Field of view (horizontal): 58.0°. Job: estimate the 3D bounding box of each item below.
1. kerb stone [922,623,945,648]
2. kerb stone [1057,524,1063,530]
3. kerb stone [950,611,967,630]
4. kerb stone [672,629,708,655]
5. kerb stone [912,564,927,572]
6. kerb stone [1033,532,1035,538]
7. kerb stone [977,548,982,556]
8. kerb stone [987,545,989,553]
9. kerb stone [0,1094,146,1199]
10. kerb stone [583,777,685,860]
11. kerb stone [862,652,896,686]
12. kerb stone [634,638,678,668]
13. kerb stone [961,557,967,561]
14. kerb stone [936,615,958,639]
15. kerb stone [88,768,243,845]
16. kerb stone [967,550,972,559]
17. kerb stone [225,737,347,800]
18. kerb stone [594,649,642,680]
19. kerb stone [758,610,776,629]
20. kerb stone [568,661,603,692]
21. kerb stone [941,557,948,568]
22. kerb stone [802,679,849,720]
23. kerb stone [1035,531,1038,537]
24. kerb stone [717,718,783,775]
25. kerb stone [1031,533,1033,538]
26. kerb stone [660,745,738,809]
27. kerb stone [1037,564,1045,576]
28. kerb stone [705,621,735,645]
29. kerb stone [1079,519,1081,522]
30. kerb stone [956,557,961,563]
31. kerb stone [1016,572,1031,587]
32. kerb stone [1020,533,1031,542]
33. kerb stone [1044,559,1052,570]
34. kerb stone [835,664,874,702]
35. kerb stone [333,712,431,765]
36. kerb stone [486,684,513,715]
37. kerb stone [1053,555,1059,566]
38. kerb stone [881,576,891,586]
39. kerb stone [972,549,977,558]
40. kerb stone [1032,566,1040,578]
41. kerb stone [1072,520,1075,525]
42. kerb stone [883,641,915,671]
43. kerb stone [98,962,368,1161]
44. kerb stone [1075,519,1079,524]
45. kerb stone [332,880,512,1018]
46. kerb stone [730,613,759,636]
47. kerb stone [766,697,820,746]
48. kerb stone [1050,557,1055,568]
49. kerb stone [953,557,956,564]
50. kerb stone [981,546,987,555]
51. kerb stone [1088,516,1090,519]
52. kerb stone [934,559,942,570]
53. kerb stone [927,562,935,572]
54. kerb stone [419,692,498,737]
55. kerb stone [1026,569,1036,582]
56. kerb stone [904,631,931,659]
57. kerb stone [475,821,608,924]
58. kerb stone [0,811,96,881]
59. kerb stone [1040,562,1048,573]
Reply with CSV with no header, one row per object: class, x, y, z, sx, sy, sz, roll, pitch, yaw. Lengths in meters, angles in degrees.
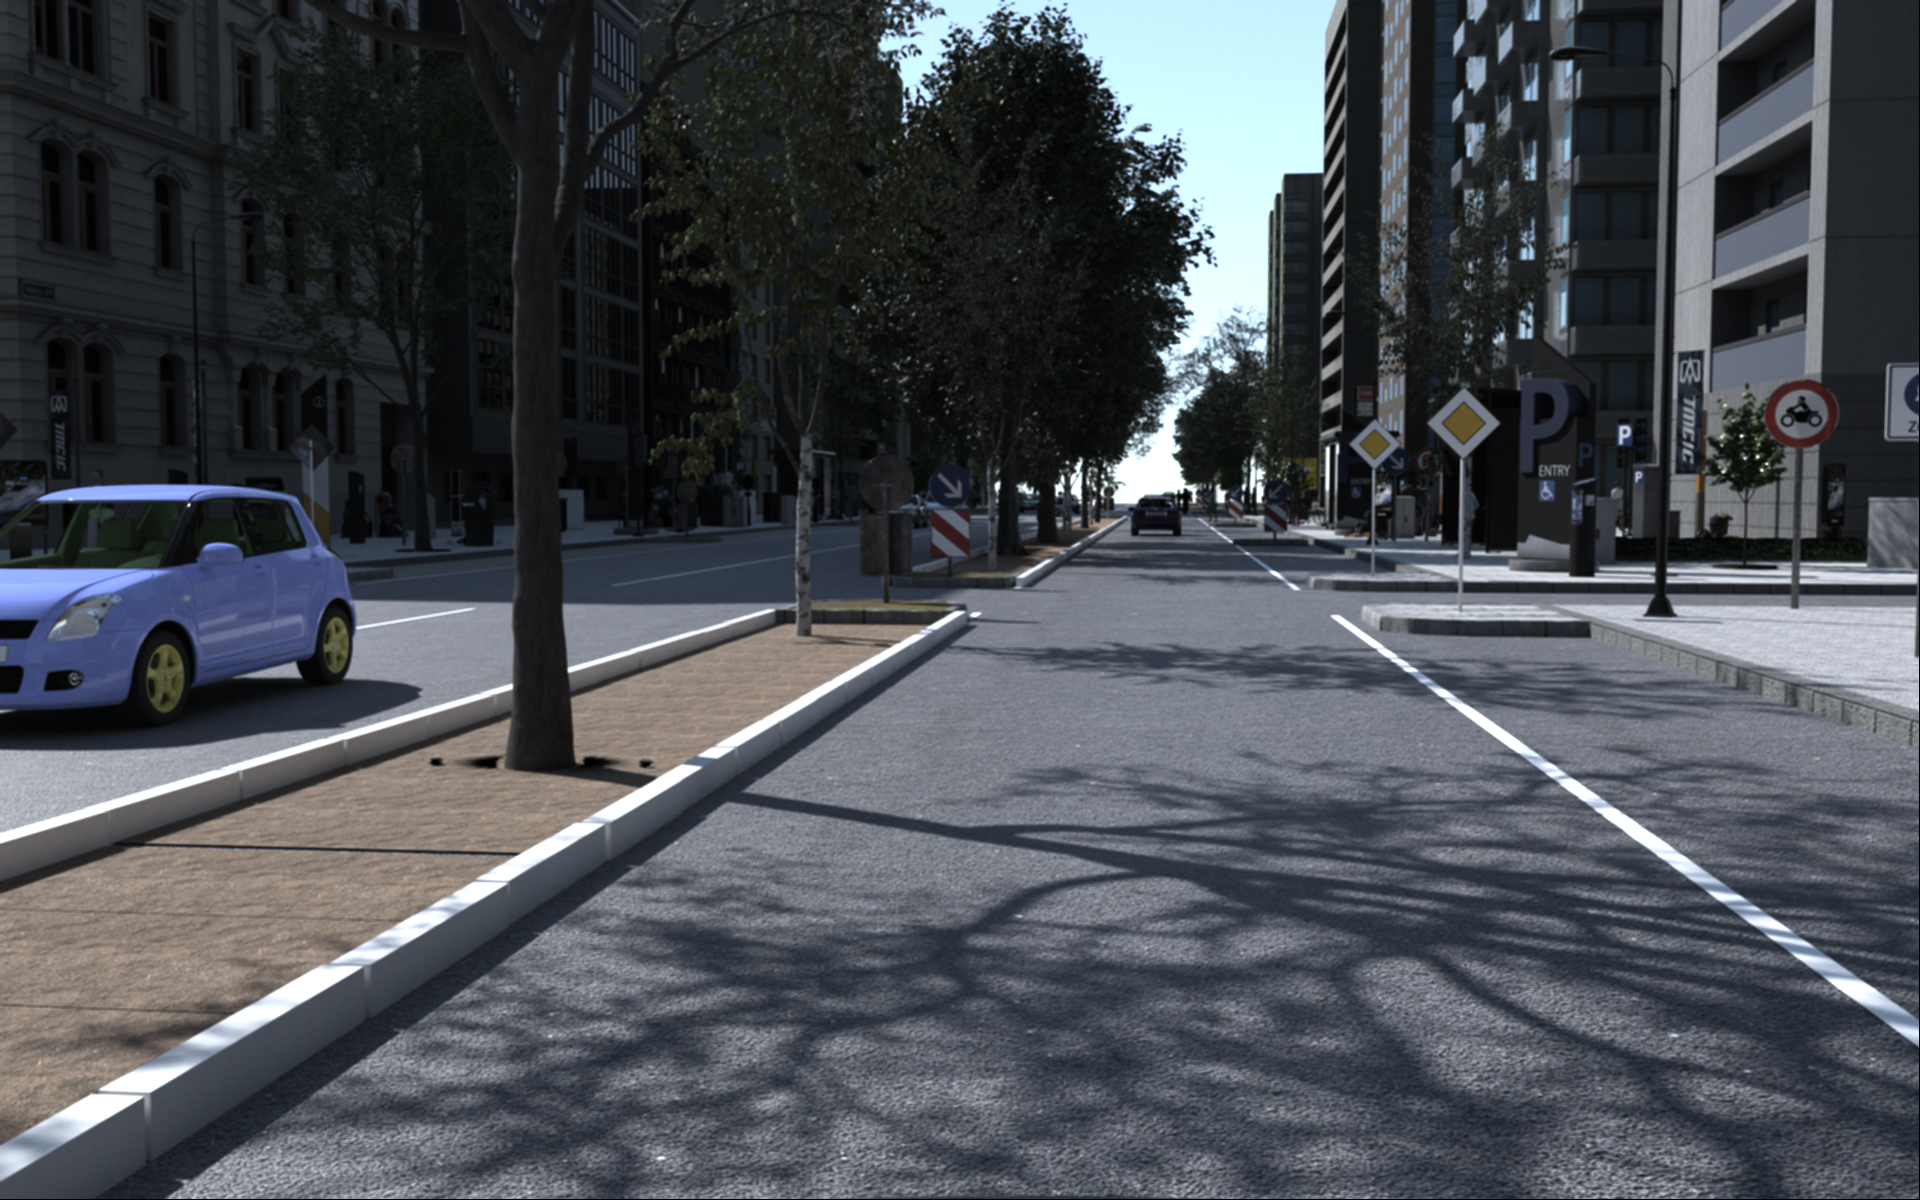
kerb stone,-0.286,0.356,16.446,0.120,0.150,1.000,0,4,7
kerb stone,4.177,-3.058,72.186,0.120,0.150,1.000,0,4,7
kerb stone,-0.046,0.227,18.490,0.120,0.150,1.000,0,4,7
kerb stone,-2.493,0.398,15.687,0.120,0.150,1.000,0,4,7
kerb stone,-0.753,-0.506,30.474,0.120,0.150,1.000,0,4,7
kerb stone,2.254,-2.062,55.915,0.120,0.150,1.000,0,4,7
kerb stone,0.334,-1.064,39.638,0.120,0.150,1.000,0,4,7
kerb stone,0.575,-1.192,41.683,0.120,0.150,1.000,0,4,7
kerb stone,-1.856,1.162,3.204,0.120,0.150,1.000,0,4,7
kerb stone,-1.365,0.913,7.276,0.120,0.150,1.000,0,4,7
kerb stone,-0.650,0.539,13.376,0.120,0.150,1.000,0,4,7
kerb stone,-2.609,0.460,14.671,0.120,0.150,1.000,0,4,7
kerb stone,-0.024,-0.880,36.586,0.120,0.150,1.000,0,4,7
kerb stone,-0.168,0.292,17.474,0.120,0.150,1.000,0,4,7
kerb stone,-3.459,0.898,7.547,0.120,0.150,1.000,0,4,7
kerb stone,0.086,-0.942,37.602,0.120,0.150,1.000,0,4,7
kerb stone,-3.338,0.834,8.561,0.120,0.150,1.000,0,4,7
kerb stone,-2.736,0.527,13.657,0.120,0.150,1.000,0,4,7
kerb stone,-2.130,0.212,18.735,0.120,0.150,1.000,0,4,7
kerb stone,-2.845,0.585,12.633,0.120,0.150,1.000,0,4,7
kerb stone,-0.386,-0.694,33.539,0.120,0.150,1.000,0,4,7
kerb stone,-0.897,0.664,11.345,0.120,0.150,1.000,0,4,7
kerb stone,2.381,-2.124,56.929,0.120,0.150,1.000,0,4,7
kerb stone,-1.132,0.788,9.314,0.120,0.150,1.000,0,4,7
kerb stone,2.133,-1.999,54.900,0.120,0.150,1.000,0,4,7
kerb stone,-1.256,0.854,8.296,0.120,0.150,1.000,0,4,7
kerb stone,1.343,-0.489,30.195,0.120,0.150,1.000,0,4,7
kerb stone,-2.378,0.343,16.706,0.120,0.150,1.000,0,4,7
kerb stone,5.744,-3.863,85.425,0.120,0.150,1.000,0,4,7
kerb stone,-0.150,-0.818,35.572,0.120,0.150,1.000,0,4,7
kerb stone,0.975,-0.300,27.133,0.120,0.150,1.000,0,4,7
kerb stone,2.024,-1.933,53.880,0.120,0.150,1.000,0,4,7
kerb stone,1.569,-0.614,32.233,0.120,0.150,1.000,0,4,7
kerb stone,-0.773,0.602,12.361,0.120,0.150,1.000,0,4,7
kerb stone,-3.208,0.772,9.577,0.120,0.150,1.000,0,4,7
kerb stone,-2.976,0.647,11.619,0.120,0.150,1.000,0,4,7
kerb stone,1.818,-0.738,34.266,0.120,0.150,1.000,0,4,7
kerb stone,-1.107,-0.316,27.419,0.120,0.150,1.000,0,4,7
kerb stone,0.219,-1.004,38.617,0.120,0.150,1.000,0,4,7
kerb stone,1.210,-0.427,29.170,0.120,0.150,1.000,0,4,7
kerb stone,5.132,-3.557,80.344,0.120,0.150,1.000,0,4,7
kerb stone,-0.530,0.477,14.391,0.120,0.150,1.000,0,4,7
kerb stone,-1.736,1.099,4.220,0.120,0.150,1.000,0,4,7
kerb stone,5.612,-3.805,84.411,0.120,0.150,1.000,0,4,7
kerb stone,-1.609,1.039,5.235,0.120,0.150,1.000,0,4,7
kerb stone,-2.253,0.274,17.721,0.120,0.150,1.000,0,4,7
kerb stone,-1.010,0.726,10.329,0.120,0.150,1.000,0,4,7
kerb stone,1.693,-0.676,33.252,0.120,0.150,1.000,0,4,7
kerb stone,-0.259,-0.756,34.556,0.120,0.150,1.000,0,4,7
kerb stone,0.459,-1.129,40.656,0.120,0.150,1.000,0,4,7
kerb stone,7.549,-4.802,100.713,0.120,0.150,1.000,0,4,7
kerb stone,-0.501,-0.626,32.523,0.120,0.150,1.000,0,4,7
kerb stone,-0.626,-0.569,31.495,0.120,0.150,1.000,0,4,7
kerb stone,-3.094,0.712,10.593,0.120,0.150,1.000,0,4,7
kerb stone,1.091,-0.361,28.155,0.120,0.150,1.000,0,4,7
kerb stone,-0.403,0.415,15.414,0.120,0.150,1.000,0,4,7
kerb stone,-1.497,0.975,6.251,0.120,0.150,1.000,0,4,7
kerb stone,-3.566,0.958,6.530,0.120,0.150,1.000,0,4,7
kerb stone,1.454,-0.551,31.211,0.120,0.150,1.000,0,4,7
